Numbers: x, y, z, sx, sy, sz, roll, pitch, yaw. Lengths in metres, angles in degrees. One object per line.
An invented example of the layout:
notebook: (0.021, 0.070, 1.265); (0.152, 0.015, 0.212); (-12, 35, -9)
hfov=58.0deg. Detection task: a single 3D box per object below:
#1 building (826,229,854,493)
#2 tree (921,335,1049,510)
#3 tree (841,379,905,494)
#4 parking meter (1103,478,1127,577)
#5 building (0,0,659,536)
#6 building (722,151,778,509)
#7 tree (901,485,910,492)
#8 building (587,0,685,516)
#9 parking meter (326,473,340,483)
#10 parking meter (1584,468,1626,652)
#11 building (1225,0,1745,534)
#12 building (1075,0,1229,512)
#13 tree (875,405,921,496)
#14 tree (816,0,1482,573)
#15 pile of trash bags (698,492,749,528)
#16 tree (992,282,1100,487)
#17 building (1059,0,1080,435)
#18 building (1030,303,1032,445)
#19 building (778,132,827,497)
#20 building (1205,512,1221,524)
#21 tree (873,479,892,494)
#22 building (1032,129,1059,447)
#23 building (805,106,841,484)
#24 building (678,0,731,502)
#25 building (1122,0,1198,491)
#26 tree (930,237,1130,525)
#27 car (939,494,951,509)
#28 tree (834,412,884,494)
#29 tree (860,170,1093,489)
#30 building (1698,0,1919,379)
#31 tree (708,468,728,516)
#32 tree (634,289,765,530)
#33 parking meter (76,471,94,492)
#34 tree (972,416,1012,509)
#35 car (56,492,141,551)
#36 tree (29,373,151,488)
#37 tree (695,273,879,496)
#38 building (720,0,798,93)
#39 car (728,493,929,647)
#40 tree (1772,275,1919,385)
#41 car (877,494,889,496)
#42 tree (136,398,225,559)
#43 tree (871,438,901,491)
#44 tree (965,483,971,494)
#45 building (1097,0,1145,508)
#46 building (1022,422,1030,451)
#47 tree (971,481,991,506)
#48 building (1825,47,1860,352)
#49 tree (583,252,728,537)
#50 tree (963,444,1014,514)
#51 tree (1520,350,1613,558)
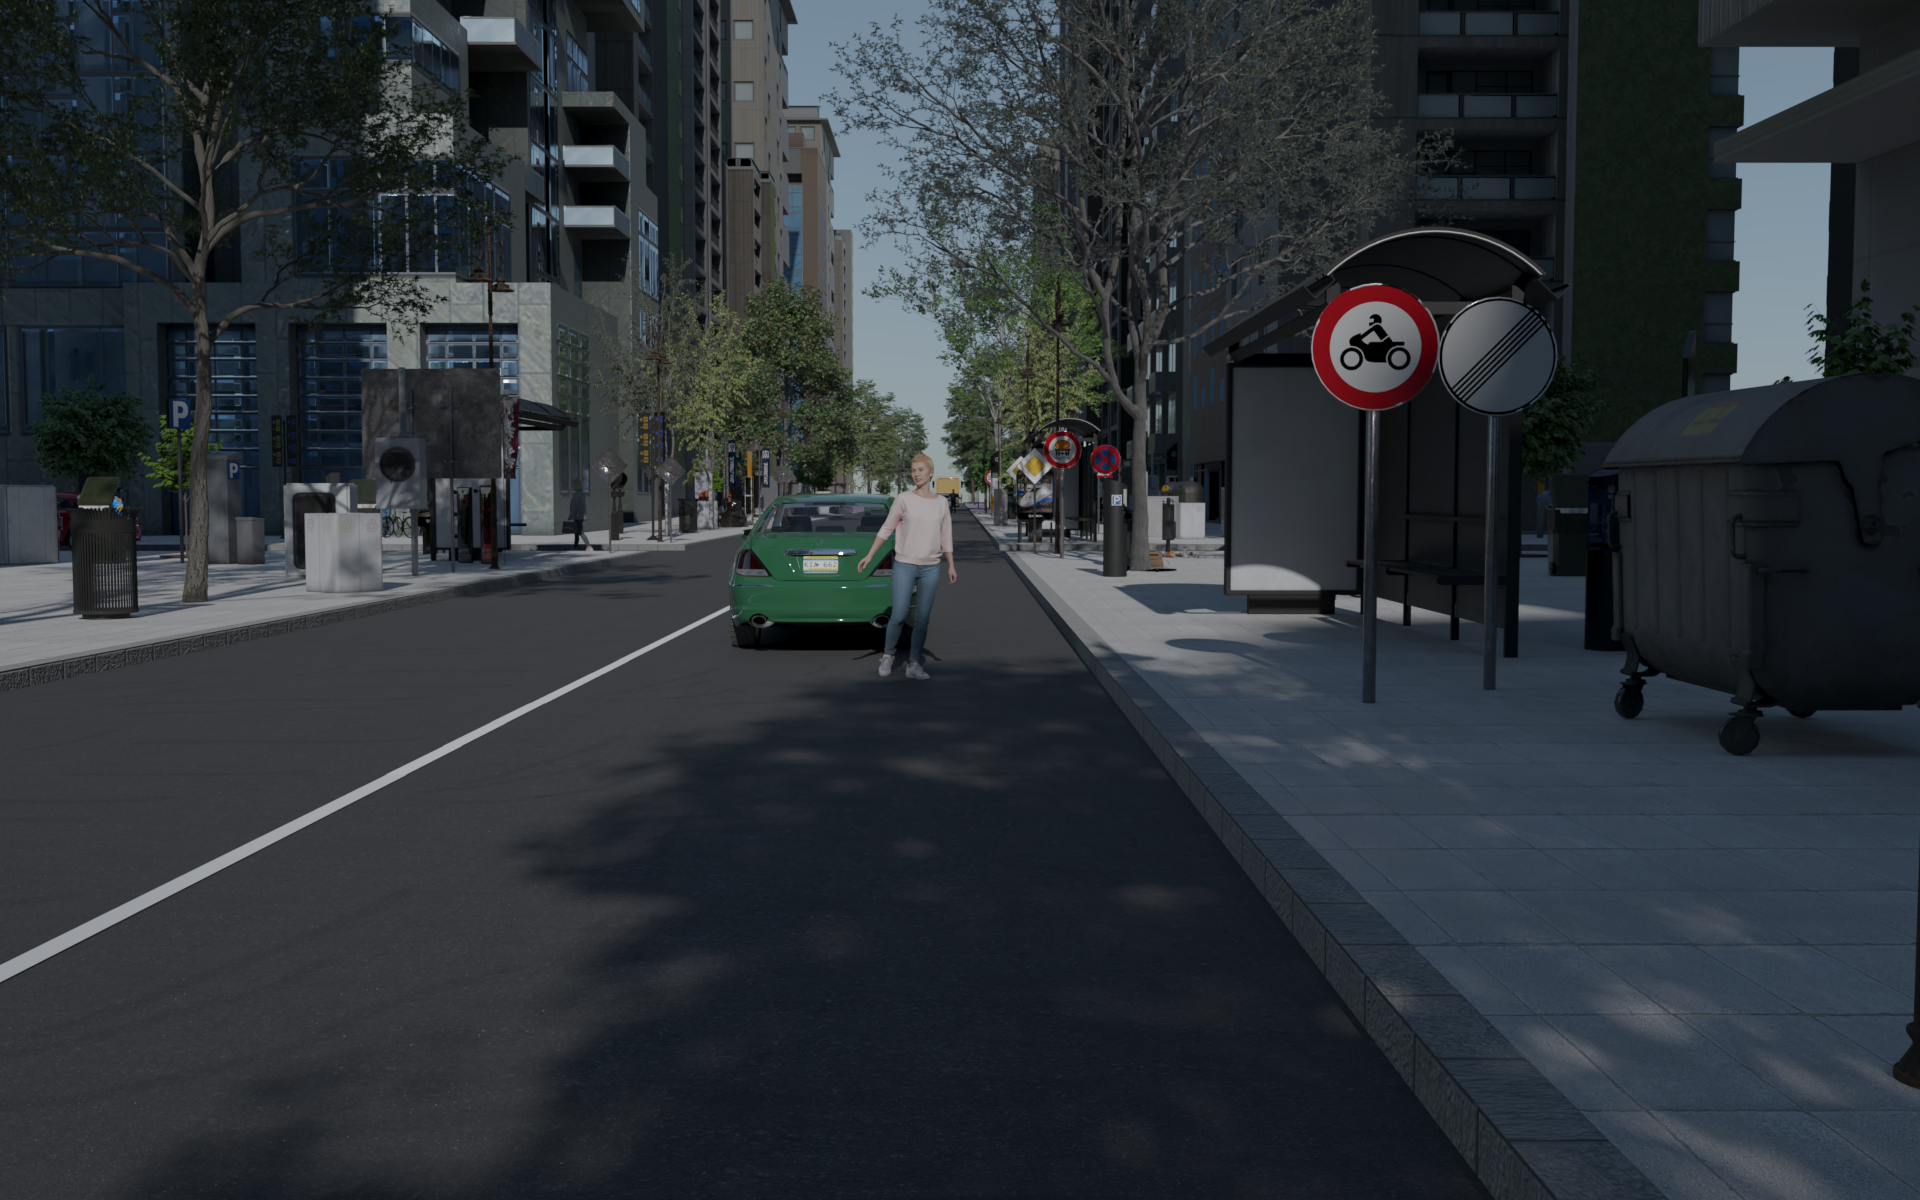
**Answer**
building: (-23.442, -35.271, 260.273); (14.154, 41.232, 14.086); (0, 3, 0)
tree: (2.669, -14.145, 137.921); (9.857, 13.997, 8.962); (0, 3, 0)
tree: (-9.174, -15.460, 170.896); (7.486, 12.596, 7.792); (0, 3, 0)
parking meter: (2.409, -1.130, 26.880); (0.372, 1.533, 0.369); (0, 3, 0)
building: (-23.666, -46.076, 66.013); (22.319, 86.520, 31.000); (0, 3, 0)
building: (-23.427, -23.044, 148.466); (14.160, 30.474, 14.107); (0, 3, 0)
tree: (-8.753, -17.339, 278.094); (1.663, 3.219, 1.824); (0, 3, 0)
building: (-23.802, -25.339, 97.881); (14.154, 41.232, 14.086); (0, 3, 0)
parking meter: (-17.122, -2.545, 47.327); (0.255, 1.863, 0.399); (-3, 5, -43)
parking meter: (5.347, -0.357, 14.243); (0.372, 1.533, 0.369); (0, 3, 0)
building: (17.213, -23.003, 59.699); (14.086, 41.232, 14.154); (0, 3, 0)
building: (17.588, -30.744, 152.768); (14.600, 45.320, 14.200); (0, 3, 0)
tree: (-8.548, -20.760, 246.084); (9.857, 13.997, 8.962); (0, 3, 0)
tree: (2.887, -7.221, 28.427); (12.009, 13.543, 11.850); (0, 3, 0)
pile of trash bags: (-9.313, -3.454, 66.233); (1.912, 1.369, 3.447); (0, 4, 8)
tree: (2.878, -6.764, 60.960); (4.737, 8.622, 4.395); (0, 3, 0)
building: (20.391, -38.639, 173.752); (21.231, 58.520, 28.212); (0, 3, 0)
building: (16.740, -28.886, 243.991); (14.160, 30.474, 14.107); (0, 3, 0)
building: (-24.223, -34.769, 218.587); (14.600, 45.320, 14.200); (0, 3, 0)
building: (17.904, -25.962, 74.586); (14.600, 45.320, 14.200); (0, 3, 0)
tree: (-8.516, -11.677, 185.527); (1.663, 3.219, 1.824); (0, 3, 0)
building: (20.475, -36.762, 224.759); (21.300, 48.544, 21.600); (0, 3, 0)
building: (-31.474, -39.750, 239.154); (28.713, 52.752, 27.495); (0, 3, 0)
building: (-26.517, -42.280, 129.534); (20.563, 71.187, 20.611); (0, 3, 0)
building: (22.091, -29.672, 104.752); (23.786, 49.044, 30.456); (0, 3, 0)
tree: (2.940, -8.904, 71.338); (9.928, 11.665, 9.643); (0, 3, 0)
car: (-1.609, -9.581, 168.653); (2.014, 1.417, 4.499); (0, 4, 1)
tree: (-9.341, -11.812, 143.485); (4.737, 8.622, 4.395); (0, 3, 0)
tree: (0.958, -15.031, 101.650); (12.611, 20.169, 13.585); (0, 3, 0)
building: (25.591, -26.016, 14.595); (28.713, 52.752, 27.495); (0, 3, 0)
tree: (-14.021, -6.414, 99.475); (1.663, 3.219, 1.824); (0, 3, 0)
tree: (-9.134, -6.803, 61.587); (4.737, 8.622, 4.395); (0, 3, 0)
parking meter: (-22.548, -2.385, 44.701); (0.399, 1.863, 0.255); (-3, 5, -45)
tree: (2.935, -13.609, 172.864); (4.360, 8.622, 3.978); (0, 3, 0)
car: (-22.062, -1.983, 41.464); (4.494, 1.783, 2.155); (0, 4, 0)
tree: (-23.605, -3.877, 47.097); (4.285, 4.588, 4.351); (0, 3, 0)
tree: (-8.992, -10.570, 89.825); (9.611, 12.733, 9.660); (0, 3, 0)
building: (-31.046, -35.431, 168.533); (28.713, 52.752, 27.495); (0, 3, 0)
car: (-1.233, -0.356, 17.625); (2.131, 1.459, 4.920); (0, 3, 0)
tree: (8.092, -1.271, 15.379); (1.663, 3.219, 1.824); (0, 3, 0)
car: (-5.446, -6.398, 116.412); (2.131, 1.459, 4.920); (0, 4, 0)
tree: (-15.678, -2.456, 34.752); (1.663, 3.219, 1.824); (0, 3, 0)
tree: (-9.152, -15.874, 209.895); (4.360, 8.622, 3.978); (0, 3, 0)
tree: (1.522, -15.554, 248.901); (1.663, 3.219, 1.824); (0, 3, 0)
building: (19.949, -42.553, 133.987); (20.563, 71.187, 20.611); (0, 3, 0)
building: (23.658, -25.751, 266.075); (27.650, 21.520, 28.899); (0, 3, 0)
tree: (2.668, -12.138, 193.054); (1.663, 3.219, 1.824); (0, 3, 0)
building: (43.055, -26.670, 59.759); (21.600, 48.544, 21.300); (0, 3, 0)
tree: (-9.061, -6.214, 51.968); (4.360, 8.622, 3.978); (0, 3, 0)
tree: (2.221, -7.856, 112.165); (4.285, 4.588, 4.351); (0, 3, 0)
tree: (11.585, -3.168, 35.514); (4.285, 4.588, 4.351); (0, 3, 0)
